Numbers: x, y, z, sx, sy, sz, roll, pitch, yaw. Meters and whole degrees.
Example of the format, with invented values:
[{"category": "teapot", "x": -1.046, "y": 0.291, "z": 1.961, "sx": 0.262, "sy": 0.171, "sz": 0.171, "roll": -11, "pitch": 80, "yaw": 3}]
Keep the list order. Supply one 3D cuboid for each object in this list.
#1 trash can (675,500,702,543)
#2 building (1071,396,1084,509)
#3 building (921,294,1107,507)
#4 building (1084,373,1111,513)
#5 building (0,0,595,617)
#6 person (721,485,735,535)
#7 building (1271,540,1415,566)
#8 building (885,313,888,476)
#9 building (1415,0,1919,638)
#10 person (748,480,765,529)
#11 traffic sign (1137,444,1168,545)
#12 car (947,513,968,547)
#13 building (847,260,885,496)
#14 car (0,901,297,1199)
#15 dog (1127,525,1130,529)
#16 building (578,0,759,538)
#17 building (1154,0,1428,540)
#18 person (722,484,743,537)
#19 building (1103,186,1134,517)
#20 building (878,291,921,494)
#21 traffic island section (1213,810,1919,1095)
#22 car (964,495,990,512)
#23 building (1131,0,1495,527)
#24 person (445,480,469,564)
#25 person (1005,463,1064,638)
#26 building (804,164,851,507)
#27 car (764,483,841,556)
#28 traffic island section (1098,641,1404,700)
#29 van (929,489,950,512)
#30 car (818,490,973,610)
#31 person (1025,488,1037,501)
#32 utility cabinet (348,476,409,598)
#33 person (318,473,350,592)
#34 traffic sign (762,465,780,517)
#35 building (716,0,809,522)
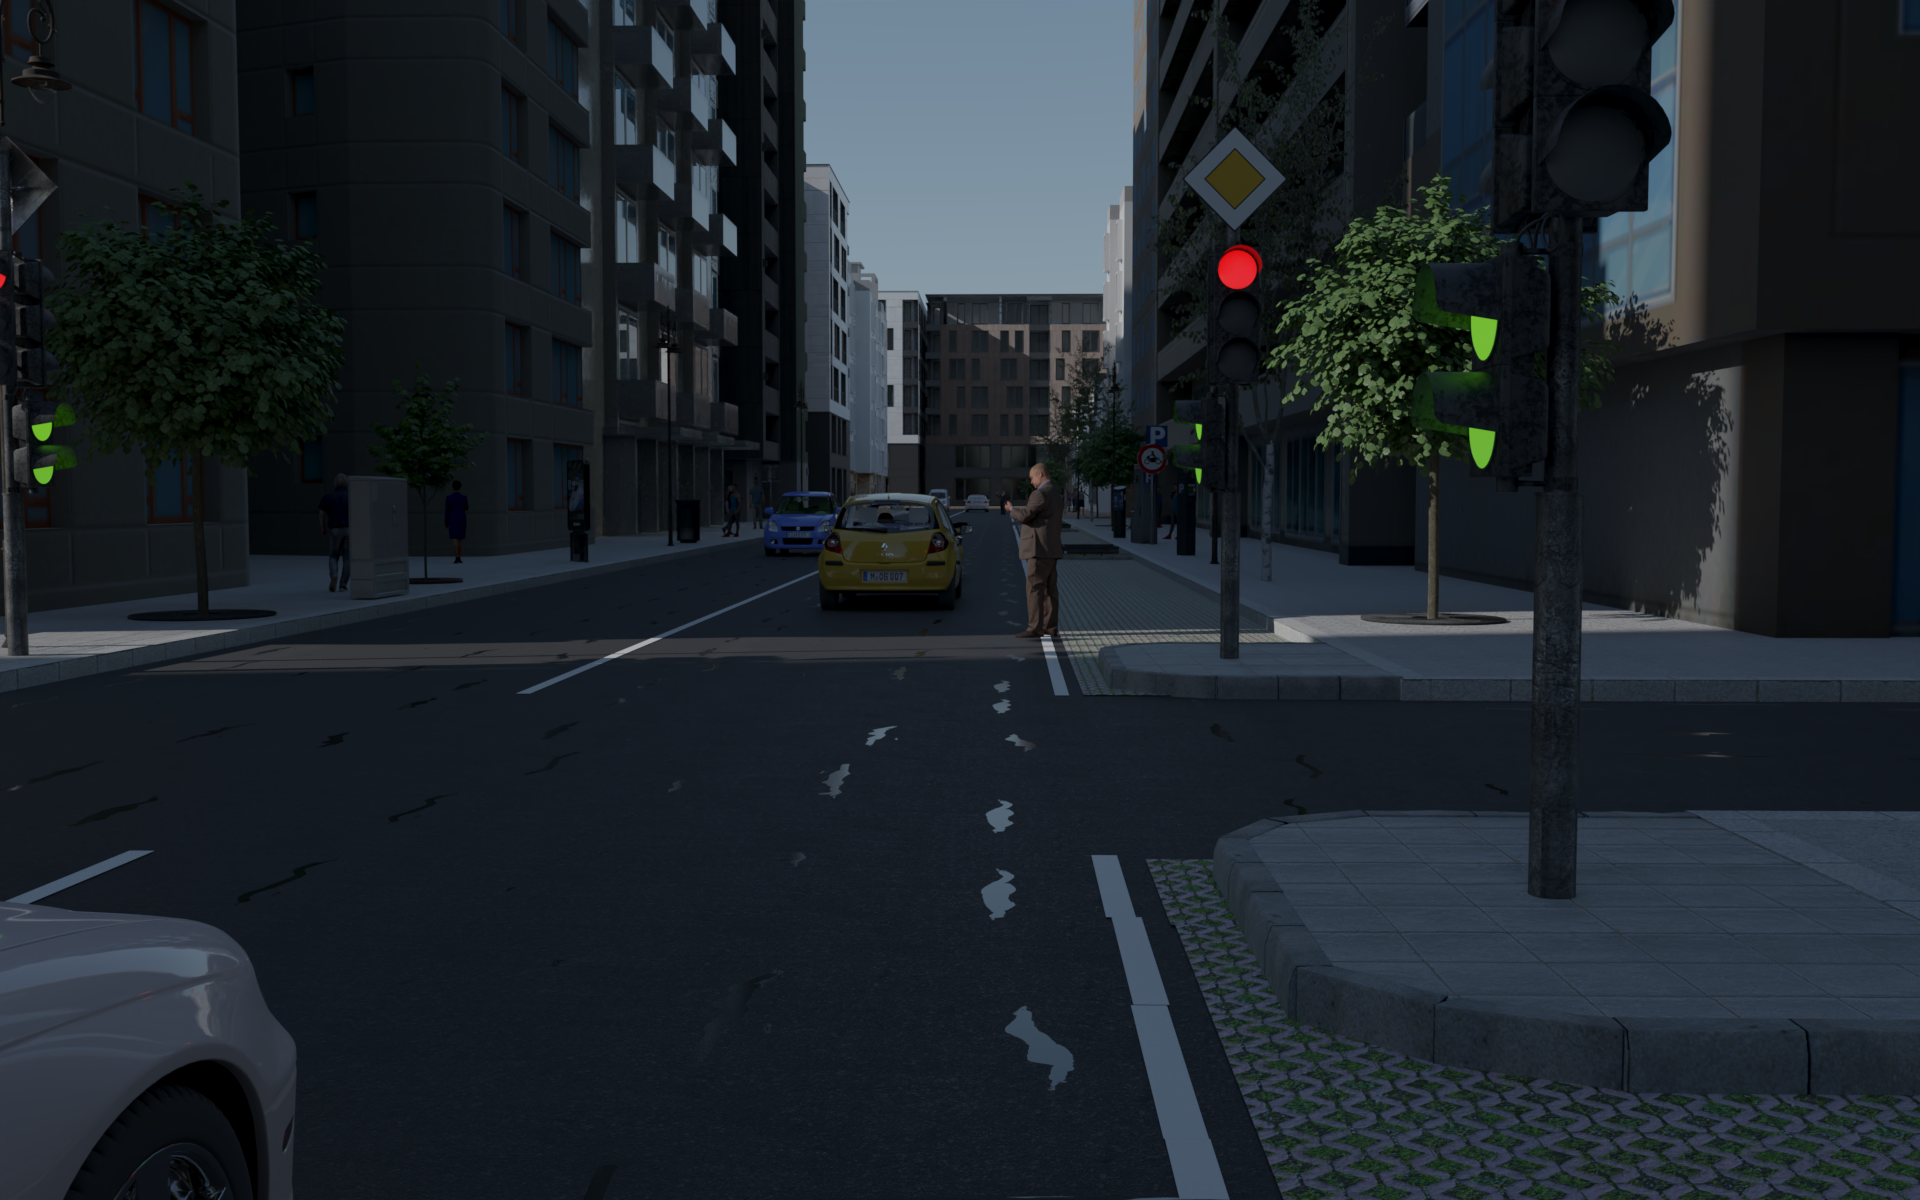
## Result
[{"category": "trash can", "x": -7.111, "y": -2.060, "z": 45.330, "sx": 0.748, "sy": 1.137, "sz": 0.748, "roll": 0, "pitch": 3, "yaw": 0}, {"category": "building", "x": 14.551, "y": -12.629, "z": 148.625, "sx": 9.099, "sy": 9.664, "sz": 28.070, "roll": 0, "pitch": 4, "yaw": 1}, {"category": "building", "x": 13.015, "y": -20.990, "z": 187.158, "sx": 32.646, "sy": 21.610, "sz": 27.936, "roll": 0, "pitch": 4, "yaw": 1}, {"category": "building", "x": 13.995, "y": -10.875, "z": 119.945, "sx": 9.099, "sy": 9.664, "sz": 28.070, "roll": 0, "pitch": 4, "yaw": 1}, {"category": "building", "x": -23.551, "y": -11.292, "z": 29.669, "sx": 27.650, "sy": 21.520, "sz": 28.899, "roll": 0, "pitch": 4, "yaw": 1}, {"category": "person", "x": -7.209, "y": -2.812, "z": 54.226, "sx": 0.471, "sy": 1.553, "sz": 0.569, "roll": 3, "pitch": 5, "yaw": 42}, {"category": "building", "x": 17.854, "y": -25.440, "z": 39.654, "sx": 21.300, "sy": 48.544, "sz": 21.600, "roll": 0, "pitch": 4, "yaw": 1}, {"category": "building", "x": -12.437, "y": -18.271, "z": 155.146, "sx": 11.380, "sy": 20.091, "sz": 16.016, "roll": 0, "pitch": 4, "yaw": 1}, {"category": "building", "x": 14.136, "y": -22.648, "z": 20.401, "sx": 14.200, "sy": 45.320, "sz": 14.600, "roll": 0, "pitch": 4, "yaw": 1}, {"category": "person", "x": -7.471, "y": -3.520, "z": 63.730, "sx": 0.598, "sy": 1.807, "sz": 0.434, "roll": 0, "pitch": 4, "yaw": 1}, {"category": "traffic sign", "x": 4.861, "y": -2.673, "z": 43.802, "sx": 0.768, "sy": 2.556, "sz": 0.104, "roll": 0, "pitch": 4, "yaw": 3}, {"category": "car", "x": -0.851, "y": -0.998, "z": 28.896, "sx": 1.945, "sy": 1.354, "sz": 3.894, "roll": 0, "pitch": 4, "yaw": 2}, {"category": "building", "x": -14.691, "y": -17.301, "z": 139.289, "sx": 16.016, "sy": 20.091, "sz": 11.380, "roll": 0, "pitch": 4, "yaw": 1}, {"category": "car", "x": -2.063, "y": 0.701, "z": 0.905, "sx": 2.083, "sy": 1.381, "sz": 4.827, "roll": 0, "pitch": 4, "yaw": 3}, {"category": "dog", "x": 6.214, "y": -2.782, "z": 63.217, "sx": 0.748, "sy": 0.427, "sz": 0.550, "roll": -2, "pitch": 4, "yaw": -33}, {"category": "building", "x": -20.009, "y": -26.867, "z": 58.877, "sx": 23.786, "sy": 49.044, "sz": 30.456, "roll": 0, "pitch": 4, "yaw": 1}, {"category": "building", "x": 18.628, "y": -26.780, "z": 61.561, "sx": 21.300, "sy": 48.544, "sz": 21.600, "roll": 0, "pitch": 4, "yaw": 1}, {"category": "person", "x": -6.781, "y": -2.671, "z": 51.586, "sx": 0.647, "sy": 1.594, "sz": 0.662, "roll": 2, "pitch": 4, "yaw": 35}, {"category": "building", "x": 16.377, "y": -14.881, "z": 99.722, "sx": 16.016, "sy": 20.091, "sz": 11.380, "roll": 0, "pitch": 4, "yaw": 1}, {"category": "building", "x": -20.146, "y": -21.074, "z": 188.529, "sx": 32.646, "sy": 21.610, "sz": 27.936, "roll": 0, "pitch": 4, "yaw": 1}, {"category": "traffic island section", "x": 1.918, "y": 1.023, "z": 5.550, "sx": 2.009, "sy": 0.180, "sz": 2.903, "roll": 0, "pitch": 4, "yaw": 1}, {"category": "car", "x": 1.348, "y": -7.639, "z": 137.260, "sx": 2.083, "sy": 1.381, "sz": 4.827, "roll": 0, "pitch": 4, "yaw": 0}, {"category": "building", "x": 15.507, "y": -26.329, "z": 80.594, "sx": 14.600, "sy": 45.320, "sz": 14.200, "roll": 0, "pitch": 4, "yaw": 1}, {"category": "person", "x": -9.329, "y": -1.448, "z": 32.085, "sx": 0.453, "sy": 1.535, "sz": 0.546, "roll": -2, "pitch": 4, "yaw": -33}, {"category": "person", "x": 0.758, "y": -0.505, "z": 17.449, "sx": 0.600, "sy": 1.739, "sz": 0.565, "roll": 0, "pitch": 4, "yaw": -3}, {"category": "building", "x": -22.071, "y": -16.007, "z": 105.684, "sx": 27.936, "sy": 21.610, "sz": 32.646, "roll": 0, "pitch": 4, "yaw": 1}, {"category": "car", "x": -3.638, "y": -1.935, "z": 41.229, "sx": 1.945, "sy": 1.707, "sz": 3.694, "roll": 0, "pitch": 4, "yaw": 2}, {"category": "traffic island section", "x": 2.127, "y": 0.535, "z": 13.533, "sx": 2.009, "sy": 0.180, "sz": 2.903, "roll": 0, "pitch": 4, "yaw": 1}, {"category": "van", "x": -1.756, "y": -8.139, "z": 140.087, "sx": 2.013, "sy": 2.044, "sz": 4.112, "roll": 0, "pitch": 4, "yaw": 3}, {"category": "car", "x": -0.849, "y": -0.774, "z": 22.887, "sx": 2.015, "sy": 1.641, "sz": 3.980, "roll": 0, "pitch": 4, "yaw": 2}, {"category": "person", "x": 2.288, "y": -2.699, "z": 54.104, "sx": 0.593, "sy": 1.643, "sz": 0.415, "roll": 1, "pitch": 4, "yaw": 16}, {"category": "utility cabinet", "x": -7.195, "y": -0.784, "z": 21.499, "sx": 0.318, "sy": 1.500, "sz": 1.173, "roll": 0, "pitch": 4, "yaw": 3}, {"category": "person", "x": -8.199, "y": -0.886, "z": 22.740, "sx": 0.569, "sy": 1.553, "sz": 0.471, "roll": 1, "pitch": 4, "yaw": 20}, {"category": "traffic sign", "x": -6.582, "y": -3.559, "z": 60.324, "sx": 0.606, "sy": 2.300, "sz": 0.079, "roll": 0, "pitch": 4, "yaw": 4}, {"category": "building", "x": -15.009, "y": -18.952, "z": 81.561, "sx": 14.160, "sy": 30.474, "sz": 14.107, "roll": 0, "pitch": 4, "yaw": 1}]
